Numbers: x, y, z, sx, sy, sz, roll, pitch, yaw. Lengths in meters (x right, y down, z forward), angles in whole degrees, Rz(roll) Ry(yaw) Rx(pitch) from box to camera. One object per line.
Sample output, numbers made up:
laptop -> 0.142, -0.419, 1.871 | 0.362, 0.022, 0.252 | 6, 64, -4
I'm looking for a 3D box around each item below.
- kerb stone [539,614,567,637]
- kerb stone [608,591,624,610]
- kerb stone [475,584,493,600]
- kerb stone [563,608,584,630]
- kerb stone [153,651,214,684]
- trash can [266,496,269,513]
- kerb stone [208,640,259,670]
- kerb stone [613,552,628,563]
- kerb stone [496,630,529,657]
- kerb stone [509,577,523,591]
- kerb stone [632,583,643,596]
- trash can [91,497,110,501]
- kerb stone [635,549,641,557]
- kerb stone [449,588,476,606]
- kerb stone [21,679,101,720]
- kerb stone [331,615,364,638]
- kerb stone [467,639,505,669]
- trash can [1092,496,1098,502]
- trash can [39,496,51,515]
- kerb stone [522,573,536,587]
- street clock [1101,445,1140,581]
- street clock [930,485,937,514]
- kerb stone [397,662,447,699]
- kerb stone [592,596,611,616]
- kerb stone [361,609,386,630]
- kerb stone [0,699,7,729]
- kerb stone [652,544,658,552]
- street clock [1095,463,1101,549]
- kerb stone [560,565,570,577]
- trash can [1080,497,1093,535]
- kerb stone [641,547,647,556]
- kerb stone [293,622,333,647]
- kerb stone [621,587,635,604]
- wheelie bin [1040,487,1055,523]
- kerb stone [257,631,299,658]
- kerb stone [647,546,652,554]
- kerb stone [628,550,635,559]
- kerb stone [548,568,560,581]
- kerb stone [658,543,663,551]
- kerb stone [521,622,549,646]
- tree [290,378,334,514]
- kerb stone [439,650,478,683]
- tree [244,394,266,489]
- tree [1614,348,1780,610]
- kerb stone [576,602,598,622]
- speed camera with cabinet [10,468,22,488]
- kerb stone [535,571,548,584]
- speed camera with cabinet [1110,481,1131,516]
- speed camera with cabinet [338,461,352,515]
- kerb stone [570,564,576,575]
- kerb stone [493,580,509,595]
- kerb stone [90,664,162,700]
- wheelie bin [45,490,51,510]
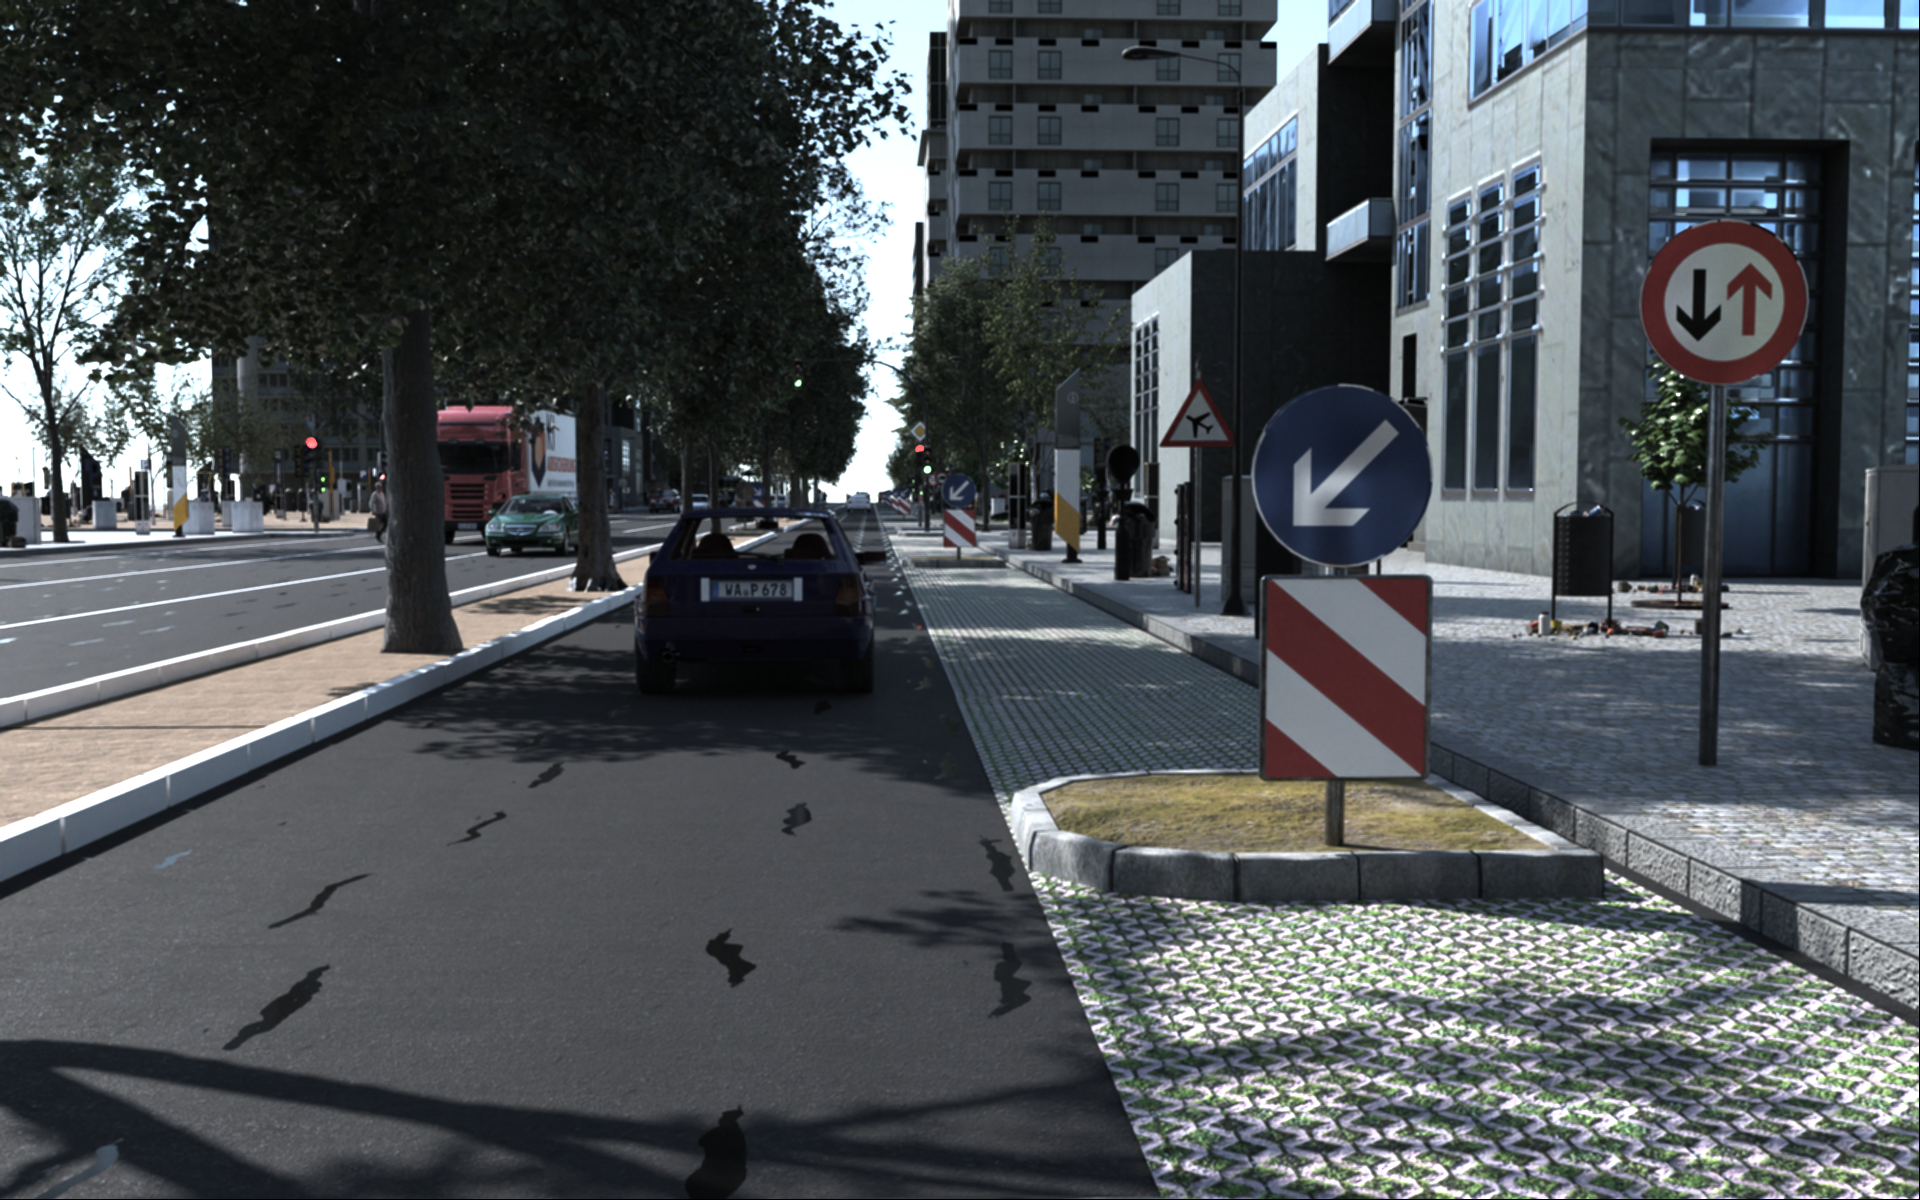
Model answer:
kerb stone -> -4.184, 0.278, 17.650 | 0.120, 0.150, 1.000 | 0, 4, -3
kerb stone -> -4.385, 0.028, 21.741 | 0.120, 0.150, 1.000 | 0, 4, -3
kerb stone -> -6.597, -0.090, 23.688 | 0.120, 0.150, 1.000 | 0, 4, -3
kerb stone -> -4.225, 0.220, 18.672 | 0.120, 0.150, 1.000 | 0, 4, -3
kerb stone -> -6.062, 0.535, 13.441 | 0.120, 0.150, 1.000 | 0, 4, -3
trash can -> -46.264, -6.332, 115.189 | 0.748, 1.137, 0.748 | 0, 3, 0
kerb stone -> -6.117, 0.473, 14.464 | 0.120, 0.150, 1.000 | 0, 4, -3
kerb stone -> -7.279, -0.902, 37.002 | 0.120, 0.150, 1.000 | 0, 4, -3
kerb stone -> -4.068, 0.403, 15.606 | 0.120, 0.150, 1.000 | 0, 4, -3
kerb stone -> -6.694, -0.217, 25.737 | 0.120, 0.150, 1.000 | 0, 4, -3
kerb stone -> -4.488, -0.096, 23.800 | 0.120, 0.150, 1.000 | 0, 4, -3
trash can -> -38.467, -4.030, 77.551 | 0.748, 1.137, 0.748 | 0, 3, 0
kerb stone -> -7.381, -1.030, 39.056 | 0.120, 0.150, 1.000 | 0, 4, -3
kerb stone -> -6.537, -0.029, 22.662 | 0.120, 0.150, 1.000 | 0, 4, -3
kerb stone -> -5.953, 0.665, 11.392 | 0.120, 0.150, 1.000 | 0, 4, -3
kerb stone -> -6.270, 0.285, 17.530 | 0.120, 0.150, 1.000 | 0, 4, -3
kerb stone -> -4.021, 0.466, 14.575 | 0.120, 0.150, 1.000 | 0, 4, -3
trash can -> 10.602, -7.557, 135.211 | 0.748, 1.137, 0.748 | 0, 3, 0
trash can -> -55.622, -5.737, 105.456 | 0.748, 1.137, 0.748 | 0, 3, 0
kerb stone -> -6.746, -0.279, 26.762 | 0.120, 0.150, 1.000 | 0, 4, -3
street clock -> 2.407, -1.292, 25.697 | 0.471, 2.002, 0.358 | 0, 4, -8
street clock -> -1.669, -6.378, 108.844 | 0.471, 2.002, 0.358 | 1, 4, 10
kerb stone -> -3.917, 0.591, 12.529 | 0.120, 0.150, 1.000 | 0, 4, -3
kerb stone -> -4.339, 0.090, 20.719 | 0.120, 0.150, 1.000 | 0, 4, -3
kerb stone -> -6.326, 0.222, 18.566 | 0.120, 0.150, 1.000 | 0, 4, -3
kerb stone -> -5.907, 0.723, 10.370 | 0.120, 0.150, 1.000 | 0, 4, -3
kerb stone -> -7.540, -1.219, 42.131 | 0.120, 0.150, 1.000 | 0, 4, -3
street clock -> 3.299, -2.182, 40.243 | 0.358, 2.002, 0.471 | 1, 4, 10
kerb stone -> -6.905, -0.466, 29.842 | 0.120, 0.150, 1.000 | 0, 4, -3
trash can -> 3.717, -2.647, 54.937 | 0.748, 1.137, 0.748 | 0, 3, 0
kerb stone -> -7.433, -1.094, 40.077 | 0.120, 0.150, 1.000 | 0, 4, -3
kerb stone -> -6.221, 0.348, 16.507 | 0.120, 0.150, 1.000 | 0, 4, -3
kerb stone -> -4.436, -0.035, 22.774 | 0.120, 0.150, 1.000 | 0, 4, -3
wheelie bin -> 3.864, -4.182, 76.281 | 0.693, 1.594, 0.980 | 0, 4, 4
kerb stone -> -6.160, 0.413, 15.487 | 0.120, 0.150, 1.000 | 0, 4, -3
kerb stone -> -7.486, -1.148, 41.098 | 0.120, 0.150, 1.000 | 0, 4, -3
kerb stone -> -7.328, -0.968, 38.024 | 0.120, 0.150, 1.000 | 0, 4, -3
kerb stone -> -6.848, -0.405, 28.821 | 0.120, 0.150, 1.000 | 0, 4, -3
kerb stone -> -7.590, -1.282, 43.161 | 0.120, 0.150, 1.000 | 0, 4, -3
kerb stone -> -4.126, 0.347, 16.630 | 0.120, 0.150, 1.000 | 0, 4, -3
tree -> -40.923, -9.660, 108.311 | 4.360, 8.622, 3.978 | 0, 3, 0
kerb stone -> -3.963, 0.535, 13.550 | 0.120, 0.150, 1.000 | 0, 4, -3
tree -> -46.554, -9.581, 107.014 | 4.737, 8.622, 4.395 | 0, 3, 0
tree -> 8.117, -1.520, 19.451 | 1.663, 3.219, 1.824 | 0, 3, 0
kerb stone -> -4.284, 0.153, 19.698 | 0.120, 0.150, 1.000 | 0, 4, -3
speed camera with cabinet -> -72.336, -8.513, 133.526 | 0.660, 3.252, 2.038 | 0, 4, 4
kerb stone -> -6.803, -0.343, 27.800 | 0.120, 0.150, 1.000 | 0, 4, -3
speed camera with cabinet -> 9.155, -6.476, 100.217 | 2.038, 3.252, 0.660 | -3, 5, -44
speed camera with cabinet -> -37.355, -6.717, 104.162 | 0.660, 3.252, 2.038 | 1, 4, 9
kerb stone -> -6.960, -0.530, 30.868 | 0.120, 0.150, 1.000 | 0, 4, -3
kerb stone -> -6.636, -0.154, 24.710 | 0.120, 0.150, 1.000 | 0, 4, -3
kerb stone -> -6.006, 0.598, 12.416 | 0.120, 0.150, 1.000 | 0, 4, -3
wheelie bin -> -63.148, -6.881, 120.415 | 0.693, 1.594, 0.980 | 0, 4, 1
